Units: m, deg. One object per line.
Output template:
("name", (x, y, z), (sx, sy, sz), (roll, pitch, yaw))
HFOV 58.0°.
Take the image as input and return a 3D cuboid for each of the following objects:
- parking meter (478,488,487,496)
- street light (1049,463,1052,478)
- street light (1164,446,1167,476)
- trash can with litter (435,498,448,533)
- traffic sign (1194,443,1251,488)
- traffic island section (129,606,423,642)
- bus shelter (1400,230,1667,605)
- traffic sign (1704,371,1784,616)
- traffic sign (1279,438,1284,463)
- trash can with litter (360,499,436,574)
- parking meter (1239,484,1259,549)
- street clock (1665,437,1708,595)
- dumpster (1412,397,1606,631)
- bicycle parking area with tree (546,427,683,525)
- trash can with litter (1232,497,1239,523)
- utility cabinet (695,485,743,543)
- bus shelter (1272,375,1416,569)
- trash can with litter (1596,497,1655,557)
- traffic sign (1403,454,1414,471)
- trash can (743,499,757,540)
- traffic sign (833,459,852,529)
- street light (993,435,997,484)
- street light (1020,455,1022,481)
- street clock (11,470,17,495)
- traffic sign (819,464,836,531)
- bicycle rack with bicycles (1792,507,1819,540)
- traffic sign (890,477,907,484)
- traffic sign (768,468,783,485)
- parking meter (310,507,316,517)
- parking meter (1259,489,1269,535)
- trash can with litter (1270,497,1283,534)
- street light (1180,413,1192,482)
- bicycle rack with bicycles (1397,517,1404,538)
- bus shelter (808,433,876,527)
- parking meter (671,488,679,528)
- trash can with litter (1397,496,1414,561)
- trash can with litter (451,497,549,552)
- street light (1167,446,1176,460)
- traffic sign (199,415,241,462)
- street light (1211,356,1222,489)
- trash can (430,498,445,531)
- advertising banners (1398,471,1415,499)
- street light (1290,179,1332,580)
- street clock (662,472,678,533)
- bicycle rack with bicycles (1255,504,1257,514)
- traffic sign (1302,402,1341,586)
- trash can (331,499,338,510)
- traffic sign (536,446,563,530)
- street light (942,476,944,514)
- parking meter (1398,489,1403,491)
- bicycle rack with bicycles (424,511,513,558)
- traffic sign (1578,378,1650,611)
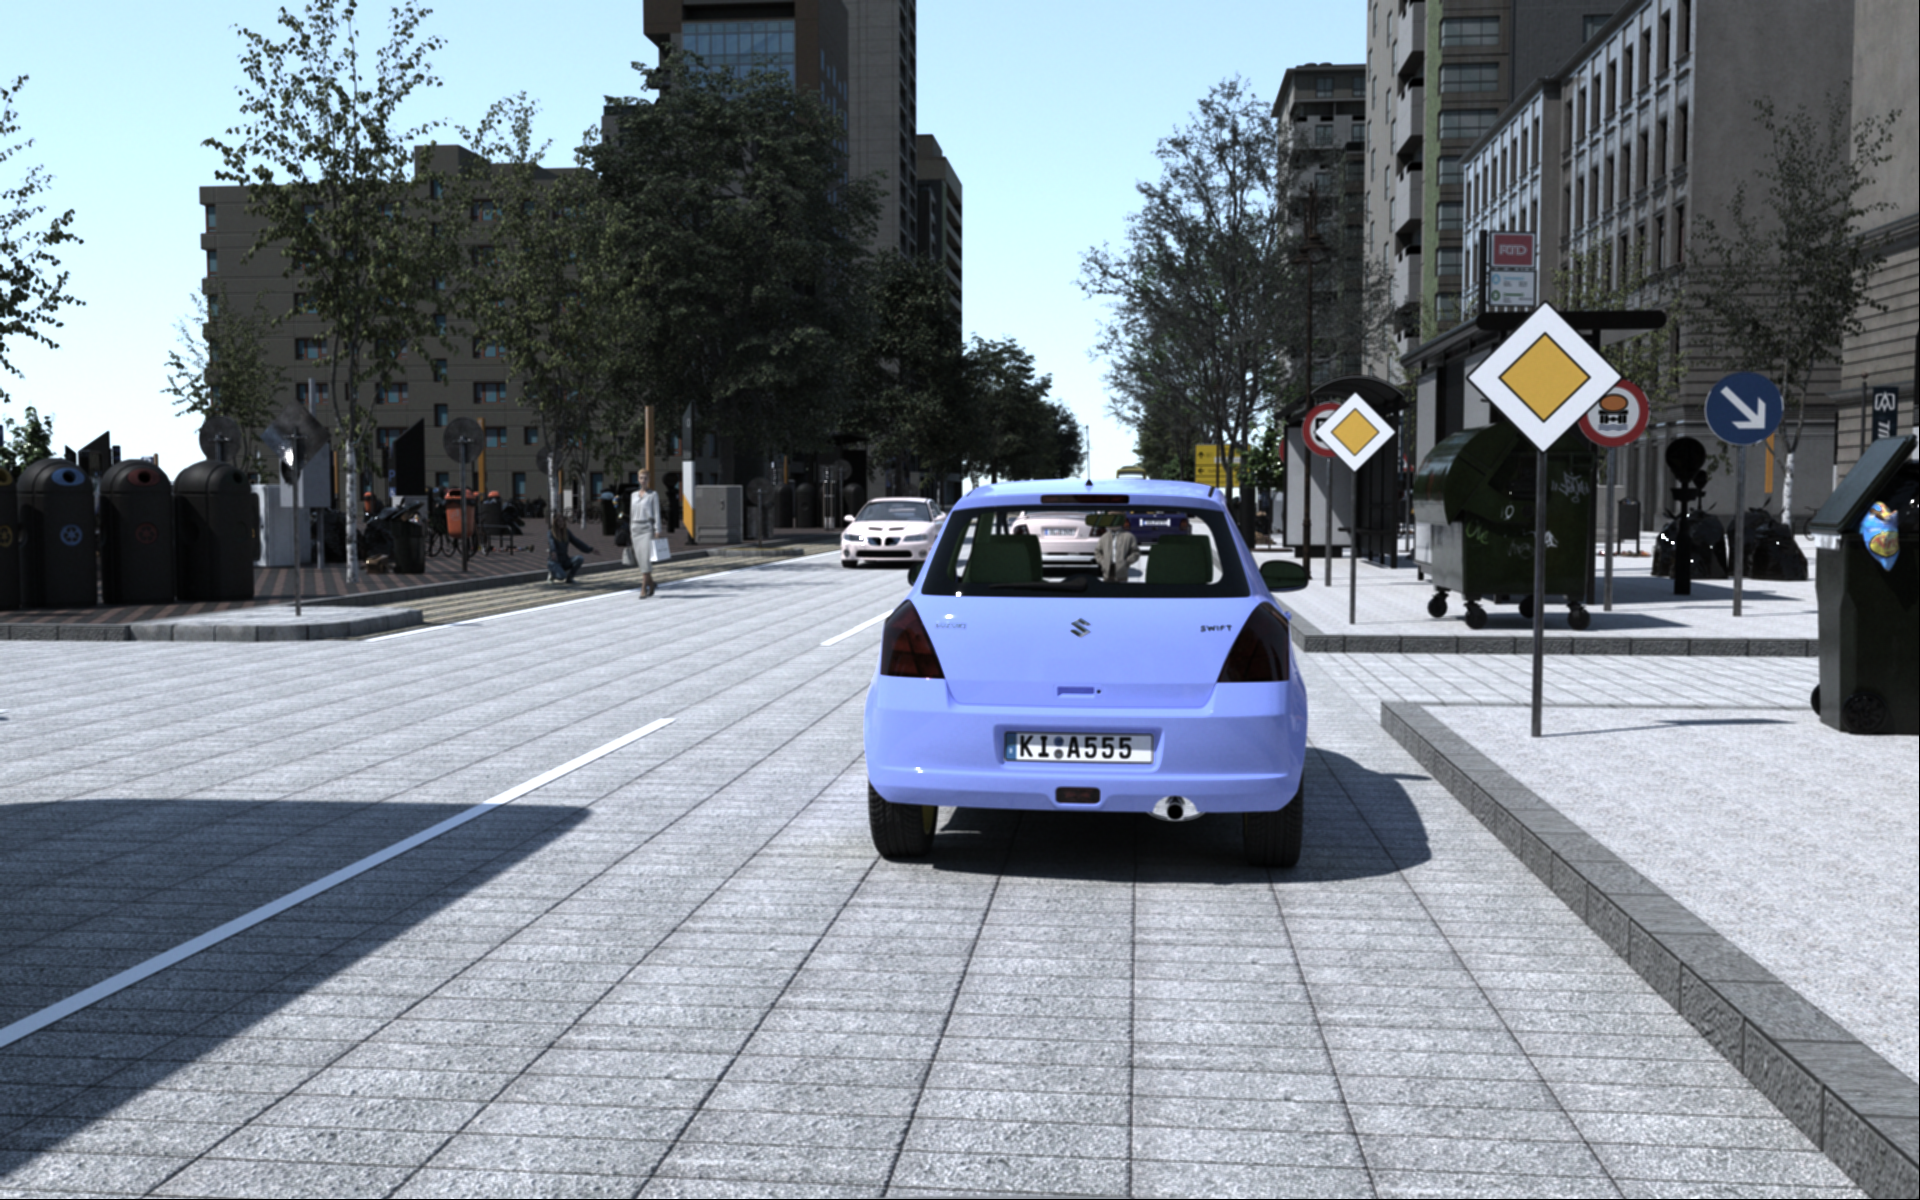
("parking meter", (-19.639, -3.844, 71.262), (0.372, 1.533, 0.369), (0, 3, 0))
("street light", (10.953, -14.491, 209.718), (0.468, 5.910, 1.993), (0, 4, 6))
("street light", (19.938, -11.909, 167.494), (0.468, 5.910, 1.993), (0, 4, 6))
("trash can with litter", (-16.455, -2.722, 55.884), (1.055, 1.170, 0.624), (1, 4, 18))
("traffic sign", (10.593, -4.651, 69.919), (2.265, 3.308, 0.079), (1, 4, 11))
("traffic island section", (-6.989, 0.247, 18.239), (2.009, 0.180, 2.903), (0, 4, 6))
("bus shelter", (7.459, -2.844, 24.129), (2.179, 5.291, 8.768), (0, 4, 6))
("traffic sign", (8.161, -1.101, 18.110), (0.768, 2.556, 0.104), (1, 4, 12))
("traffic sign", (6.872, -2.151, 35.281), (0.768, 2.556, 0.104), (1, 4, 13))
("trash can with litter", (-9.113, -1.008, 27.875), (1.055, 1.170, 0.624), (0, 4, -1))
("parking meter", (6.650, -1.937, 40.083), (0.372, 1.533, 0.369), (0, 3, 0))
("street clock", (9.237, -1.072, 22.090), (0.471, 2.002, 0.358), (2, 4, 25))
("dumpster", (5.373, -0.892, 17.074), (1.502, 2.255, 1.985), (0, 4, 6))
("bicycle parking area with tree", (-13.390, -5.453, 76.158), (9.016, 4.147, 8.231), (3, 5, 41))
("trash can with litter", (11.897, -3.950, 75.964), (1.055, 1.170, 0.624), (-2, 4, -32))
("utility cabinet", (-6.187, -2.190, 44.478), (1.173, 1.500, 0.318), (0, 4, 1))
("bus shelter", (7.018, -2.343, 32.230), (2.014, 3.302, 5.546), (0, 4, 6))
("trash can with litter", (13.684, -1.527, 36.022), (1.678, 1.210, 2.233), (-2, 4, -26))
("traffic sign", (10.055, -2.454, 40.134), (0.884, 2.594, 0.081), (1, 4, 13))
("trash can", (-5.979, -2.245, 48.353), (0.748, 1.137, 0.748), (0, 3, 0))
("traffic sign", (-4.366, -3.892, 63.737), (0.768, 2.556, 0.104), (0, 4, 7))
("street light", (2.506, -9.466, 127.564), (0.468, 5.910, 1.993), (0, 4, 6))
("street light", (5.705, -11.444, 159.900), (0.468, 5.910, 1.993), (0, 4, 6))
("street clock", (-23.612, -2.388, 43.616), (0.358, 2.002, 0.471), (3, 5, 42))
("traffic sign", (-4.570, -3.525, 59.764), (0.606, 2.300, 0.079), (1, 4, 9))
("bicycle rack with bicycles", (24.498, -2.103, 47.758), (2.925, 0.926, 2.852), (-3, 4, -38))
("traffic sign", (-3.146, -5.438, 88.911), (0.884, 2.594, 0.081), (1, 4, 10))
("traffic sign", (-7.183, -3.991, 67.384), (0.606, 2.300, 0.079), (0, 4, 7))
("parking meter", (-17.739, -2.382, 47.349), (0.372, 1.533, 0.369), (0, 3, 0))
("parking meter", (9.504, -2.796, 54.118), (0.372, 1.533, 0.369), (0, 3, 0))
("trash can with litter", (10.266, -2.773, 56.390), (1.678, 1.210, 2.233), (2, 4, 27))
("street light", (12.014, -7.251, 91.347), (0.468, 5.910, 1.993), (0, 4, 6))
("bicycle rack with bicycles", (11.618, -2.331, 51.501), (2.852, 0.926, 2.925), (0, 4, -6))
("bus shelter", (-4.717, -4.805, 69.840), (1.731, 3.624, 6.357), (0, 4, 6))
("parking meter", (-10.795, -3.486, 65.414), (0.372, 1.533, 0.369), (0, 3, 0))
("trash can with litter", (9.680, -1.400, 33.944), (2.233, 1.210, 1.678), (1, 4, 13))
("trash can with litter", (-10.240, -1.701, 38.865), (2.233, 1.210, 1.678), (1, 4, 19))
("street light", (16.581, -9.919, 134.968), (0.468, 5.910, 1.993), (0, 4, 6))
("traffic sign", (-11.963, -1.705, 27.990), (0.768, 2.556, 0.104), (1, 4, 13))
("street light", (8.662, -5.221, 58.156), (0.468, 5.910, 1.993), (0, 4, 6))
("trash can", (-17.151, -2.797, 57.388), (0.748, 1.137, 0.748), (0, 3, 0))
("advertising banners", (20.501, -5.137, 80.173), (2.074, 3.025, 0.090), (1, 4, 10))
("street light", (5.204, -3.245, 25.847), (0.468, 5.910, 1.993), (0, 4, 6))
("street clock", (-9.591, -3.229, 57.365), (0.471, 2.002, 0.358), (-2, 4, -34))
("bicycle rack with bicycles", (14.328, -4.728, 90.685), (2.925, 0.926, 2.852), (1, 4, 19))
("traffic sign", (5.123, -1.463, 24.023), (0.768, 2.556, 0.104), (1, 4, 16))
("trash can", (-20.371, -2.696, 55.741), (0.748, 1.137, 0.748), (0, 3, 0))
("traffic sign", (-10.804, -2.782, 45.598), (0.768, 2.556, 0.104), (1, 4, 11))
("street light", (-0.938, -7.456, 94.691), (0.468, 5.910, 1.993), (0, 4, 6))
("parking meter", (21.401, -4.615, 83.864), (0.372, 1.533, 0.369), (0, 3, 0))
("bicycle rack with bicycles", (-10.577, -1.380, 35.937), (2.852, 0.926, 2.925), (-3, 5, -40))
("traffic sign", (7.091, -1.148, 18.884), (0.768, 2.556, 0.104), (0, 4, 8))
